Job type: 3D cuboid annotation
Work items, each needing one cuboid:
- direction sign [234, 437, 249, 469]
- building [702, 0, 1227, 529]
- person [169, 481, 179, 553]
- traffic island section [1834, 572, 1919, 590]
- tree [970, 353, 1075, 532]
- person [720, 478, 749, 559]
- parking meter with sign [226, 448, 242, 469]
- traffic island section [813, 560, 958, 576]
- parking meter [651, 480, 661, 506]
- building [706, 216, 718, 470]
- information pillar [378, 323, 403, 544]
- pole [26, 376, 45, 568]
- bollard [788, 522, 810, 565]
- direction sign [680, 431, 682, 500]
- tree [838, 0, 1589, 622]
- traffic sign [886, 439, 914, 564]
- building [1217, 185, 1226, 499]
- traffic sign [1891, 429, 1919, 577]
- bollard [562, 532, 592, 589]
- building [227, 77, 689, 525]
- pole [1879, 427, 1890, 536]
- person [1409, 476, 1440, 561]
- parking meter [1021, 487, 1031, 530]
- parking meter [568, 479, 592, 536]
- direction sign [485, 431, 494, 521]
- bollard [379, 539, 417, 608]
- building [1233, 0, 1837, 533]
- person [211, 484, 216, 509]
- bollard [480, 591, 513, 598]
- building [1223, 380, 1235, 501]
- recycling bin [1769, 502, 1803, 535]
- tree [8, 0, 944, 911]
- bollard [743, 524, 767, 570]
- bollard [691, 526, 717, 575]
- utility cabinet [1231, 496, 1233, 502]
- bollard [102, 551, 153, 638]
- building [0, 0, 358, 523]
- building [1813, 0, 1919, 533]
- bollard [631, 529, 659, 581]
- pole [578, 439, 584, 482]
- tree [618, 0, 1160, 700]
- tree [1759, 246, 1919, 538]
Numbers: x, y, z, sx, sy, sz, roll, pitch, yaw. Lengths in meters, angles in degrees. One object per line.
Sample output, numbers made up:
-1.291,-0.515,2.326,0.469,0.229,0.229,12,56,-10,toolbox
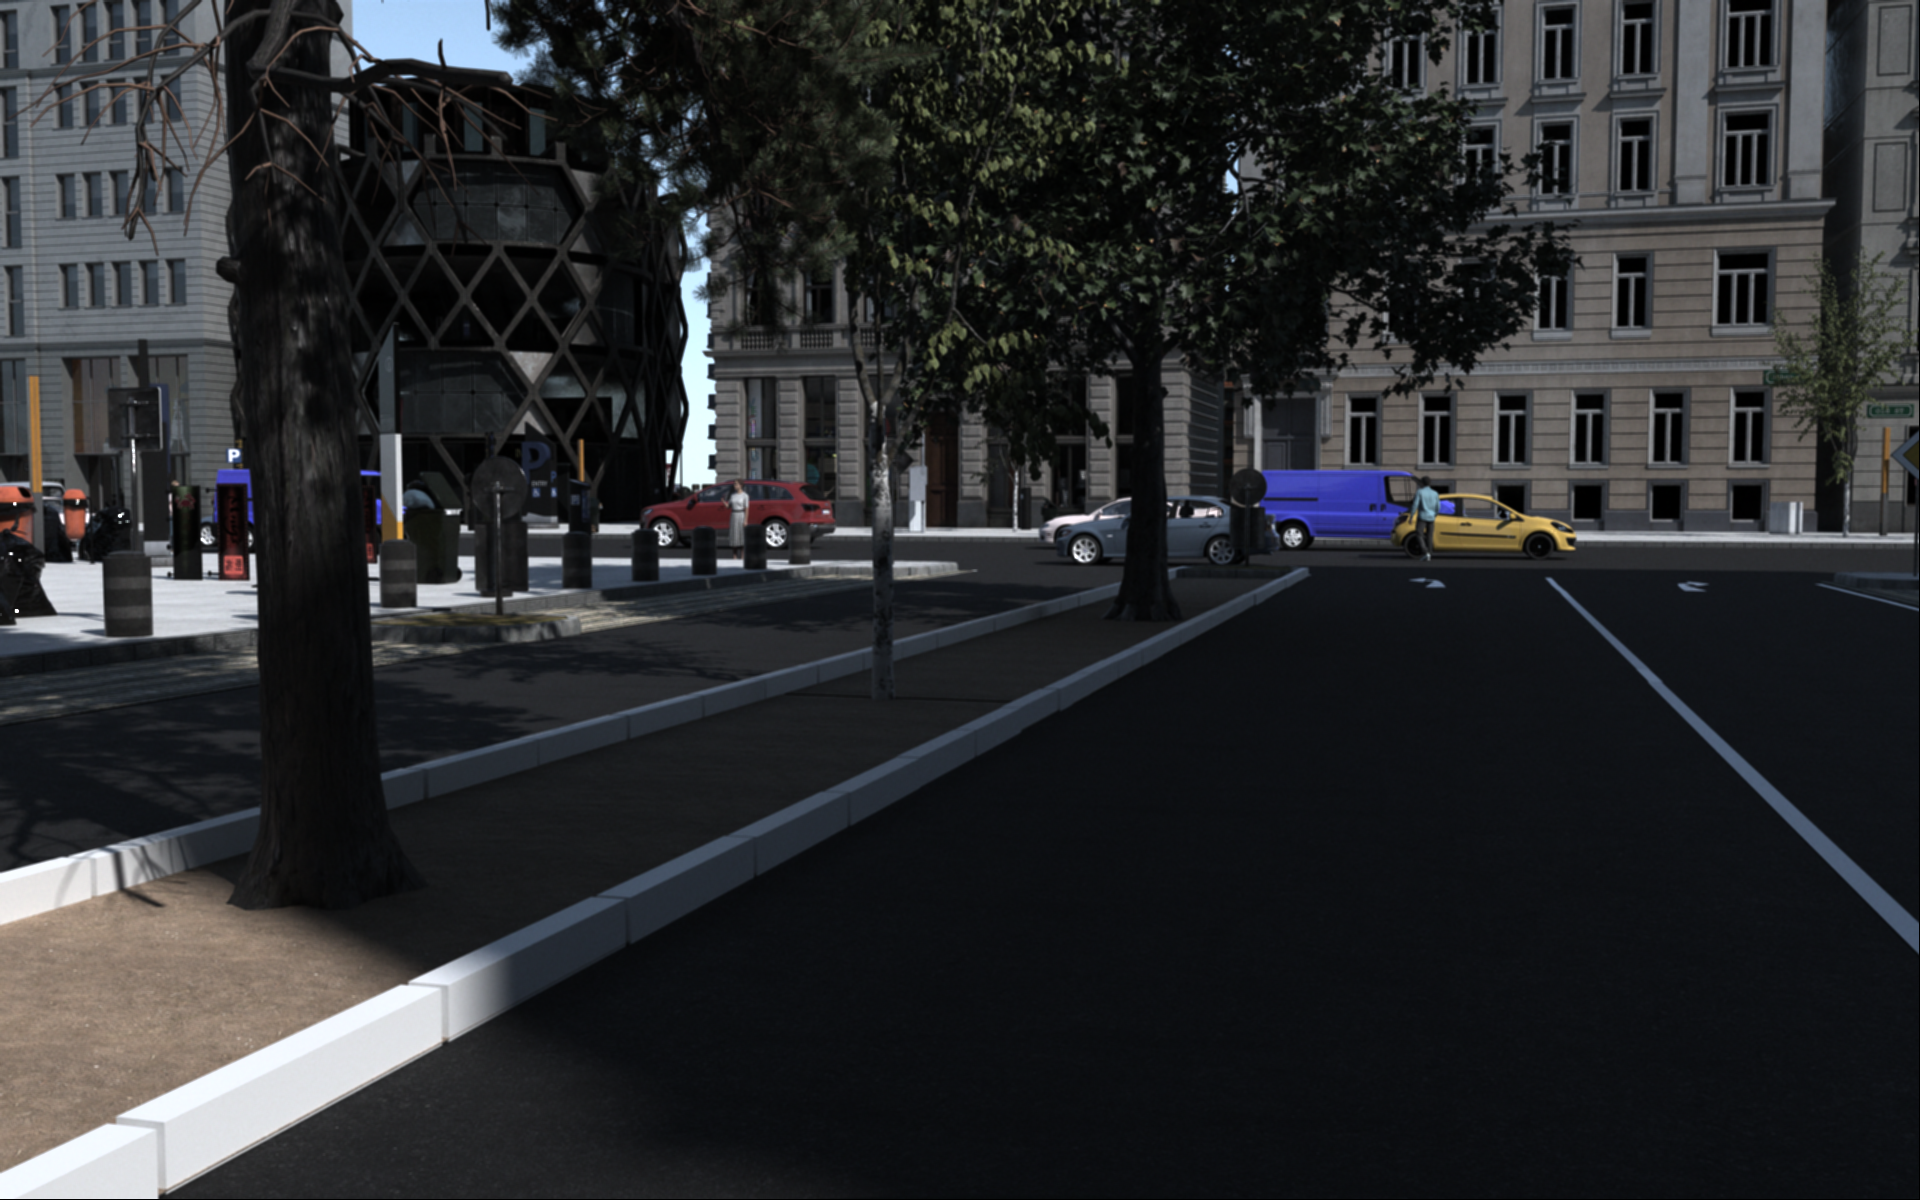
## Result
-28.333,-4.693,68.734,0.379,3.537,0.876,3,4,38,direction sign
0.562,-14.706,69.315,19.941,23.489,11.050,1,4,16,building
-18.558,-1.921,40.575,0.598,1.740,0.731,0,4,-5,person
14.884,-0.286,26.959,2.009,0.180,2.903,1,4,16,traffic island section
1.888,-6.610,58.440,4.360,8.622,3.978,0,3,0,tree
-4.585,-1.609,35.379,0.480,1.755,0.524,1,4,21,person
-27.373,-4.238,65.552,0.543,3.016,1.738,-2,4,-28,parking meter with sign
-1.249,-0.570,31.607,2.009,0.180,2.903,1,4,16,traffic island section
-13.063,-4.201,74.390,0.399,1.863,0.255,-2,4,-26,parking meter
-10.306,-38.758,175.700,28.212,58.520,21.231,1,4,16,building
-7.875,-1.996,23.984,0.183,3.616,0.504,-3,5,-44,information pillar
-16.017,-2.212,30.006,0.158,3.312,0.155,0,3,0,pole
-2.925,-1.029,31.546,0.404,0.777,0.398,0,3,0,bollard
-10.121,-4.336,62.895,0.379,3.537,0.876,-1,4,-9,direction sign
2.156,-6.119,19.508,9.611,12.733,9.660,0,3,0,tree
-1.224,-1.706,31.538,0.795,2.450,0.064,1,4,16,traffic sign
13.999,-33.370,169.306,21.600,48.544,21.300,1,4,16,building
14.859,-1.422,26.889,0.795,2.450,0.064,1,4,16,traffic sign
-5.219,-0.543,23.597,0.404,0.777,0.398,0,3,0,bollard
-21.900,-12.952,79.209,16.811,18.784,16.820,1,4,16,building
28.317,-3.620,53.023,0.158,3.312,0.155,0,3,0,pole
10.065,-1.766,37.401,0.660,1.820,0.620,-1,4,-18,person
2.373,-3.300,62.364,0.372,1.533,0.369,0,3,0,parking meter
-6.311,-1.246,28.782,0.372,1.533,0.369,0,3,0,parking meter
-17.073,-4.339,62.936,0.379,3.537,0.876,-2,4,-34,direction sign
-6.367,-0.300,19.622,0.404,0.777,0.398,0,3,0,bollard
20.887,-17.093,65.382,20.117,28.700,13.634,1,4,16,building
-22.721,-2.736,53.214,0.573,1.828,0.580,-3,4,-36,person
-5.790,-0.422,21.610,0.404,0.777,0.398,0,3,0,bollard
36.764,-23.791,234.029,28.899,21.520,27.650,1,4,16,building
26.365,-2.613,55.282,0.722,1.027,0.722,-2,4,-32,recycling bin
-2.357,-4.976,5.871,6.751,12.117,7.091,0,3,0,tree
-3.497,-0.908,29.556,0.404,0.777,0.398,0,3,0,bollard
-4.073,-0.786,27.568,0.404,0.777,0.398,0,3,0,bollard
17.940,-6.239,110.679,1.173,1.500,0.318,2,4,31,utility cabinet
-7.516,-0.057,15.646,0.404,0.777,0.398,0,3,0,bollard
-44.997,-18.679,82.889,29.804,29.767,11.434,1,4,16,building
52.118,-17.206,57.728,44.131,29.872,17.030,1,4,16,building
-4.650,-0.665,25.586,0.404,0.777,0.398,0,3,0,bollard
-14.128,-4.327,64.584,0.158,3.312,0.155,0,3,0,pole
-0.561,-3.591,11.530,4.737,8.622,4.395,0,3,0,tree
25.918,-6.151,50.934,4.737,8.622,4.395,0,3,0,tree
